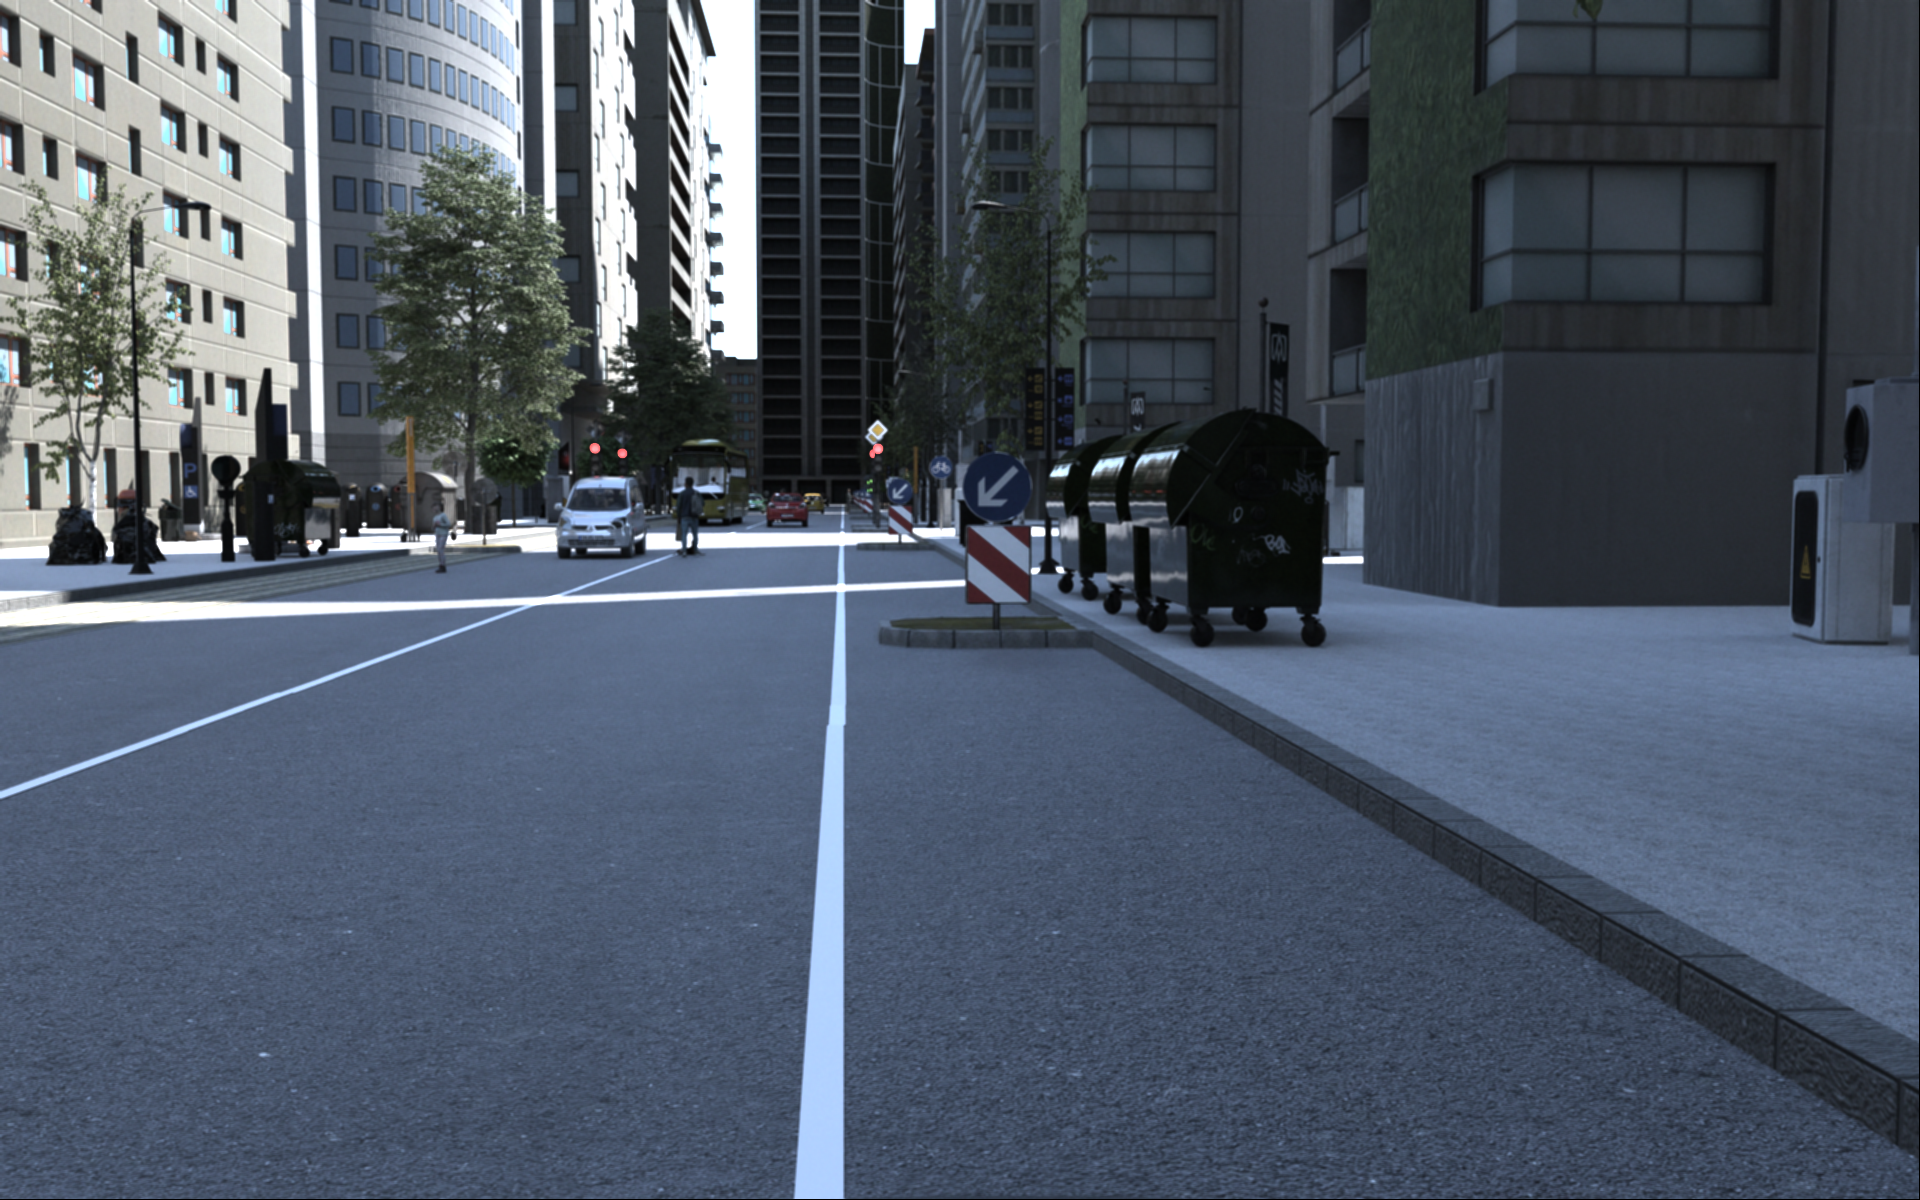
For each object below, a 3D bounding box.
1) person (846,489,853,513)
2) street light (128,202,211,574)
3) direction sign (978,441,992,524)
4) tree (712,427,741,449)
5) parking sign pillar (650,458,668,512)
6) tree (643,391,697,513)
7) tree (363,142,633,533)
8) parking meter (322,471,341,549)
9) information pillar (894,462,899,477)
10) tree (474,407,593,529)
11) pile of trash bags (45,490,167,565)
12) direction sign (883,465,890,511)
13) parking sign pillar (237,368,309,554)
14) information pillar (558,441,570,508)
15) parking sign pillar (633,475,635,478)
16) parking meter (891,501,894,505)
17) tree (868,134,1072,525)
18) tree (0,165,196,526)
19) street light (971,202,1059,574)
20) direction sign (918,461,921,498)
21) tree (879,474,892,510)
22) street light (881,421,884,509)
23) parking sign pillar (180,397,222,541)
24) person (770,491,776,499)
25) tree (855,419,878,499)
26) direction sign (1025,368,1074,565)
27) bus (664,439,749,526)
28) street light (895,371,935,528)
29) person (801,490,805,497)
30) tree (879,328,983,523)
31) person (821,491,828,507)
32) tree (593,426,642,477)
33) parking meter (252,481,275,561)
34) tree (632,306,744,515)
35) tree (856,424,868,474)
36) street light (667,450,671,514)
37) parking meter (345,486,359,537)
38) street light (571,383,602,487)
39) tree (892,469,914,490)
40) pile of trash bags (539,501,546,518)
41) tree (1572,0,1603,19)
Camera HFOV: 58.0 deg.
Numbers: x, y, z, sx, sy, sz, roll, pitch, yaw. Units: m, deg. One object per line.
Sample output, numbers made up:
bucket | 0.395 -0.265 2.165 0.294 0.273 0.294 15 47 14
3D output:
person | -8.294 -7.436 130.247 0.590 1.801 0.661 -1 4 -11
street light | -12.610 -3.371 27.658 1.470 5.913 1.316 0 4 -4
direction sign | 1.091 -5.051 74.588 0.379 3.537 0.876 -3 5 -40
tree | -22.066 -12.703 158.057 4.737 8.622 4.395 0 3 0
parking sign pillar | -21.657 -8.346 124.925 1.447 3.967 1.447 1 4 13
tree | -19.336 -10.049 114.662 4.737 8.622 4.395 0 3 0
tree | -15.698 -8.468 56.574 7.486 12.596 7.792 0 3 0
parking meter | -14.709 -2.128 40.496 0.399 1.863 0.255 1 4 9
information pillar | -4.834 -8.436 129.282 0.183 3.616 0.504 0 4 7
tree | -16.681 -4.972 65.001 4.285 4.588 4.351 0 3 0
pile of trash bags | -16.079 -1.416 32.907 1.912 1.369 3.447 -1 4 -15
direction sign | -5.691 -8.725 134.646 0.379 3.537 0.876 -3 5 -39
parking sign pillar | -15.020 -3.015 37.768 1.447 3.967 1.447 -2 4 -31
information pillar | -17.564 -5.231 76.875 0.504 3.616 0.183 -2 4 -26
parking sign pillar | -27.930 -9.678 146.701 1.447 3.967 1.447 -2 4 -24
parking meter | -4.260 -6.565 113.054 0.399 1.863 0.255 -1 4 -21
tree | 0.992 -5.168 34.865 4.737 8.622 4.395 0 3 0
tree | -19.805 -5.455 39.548 4.737 8.622 4.395 0 3 0
street light | 0.880 -3.375 27.717 1.470 5.913 1.316 0 4 -4
direction sign | -2.878 -7.766 118.969 0.379 3.537 0.876 -2 4 -31
tree | -5.328 -9.072 142.925 1.663 3.219 1.824 0 3 0
street light | -4.609 -8.410 110.038 1.470 5.913 1.316 0 4 -4
parking sign pillar | -21.095 -3.616 47.599 1.447 3.967 1.447 -1 4 -19
person | -18.185 -9.782 169.220 0.721 1.735 1.217 2 4 27
tree | -7.406 -12.948 162.065 4.360 8.622 3.978 0 3 0
direction sign | 1.613 -2.395 31.151 0.876 3.537 0.379 0 4 -1
bus | -11.699 -5.505 81.549 2.896 3.916 12.252 0 4 -2
street light | -1.650 -5.683 65.453 1.470 5.913 1.316 0 4 -4
person | -15.469 -9.862 169.762 1.348 1.822 0.705 1 4 23
tree | -1.219 -7.786 77.662 4.360 8.622 3.978 0 3 0
person | -15.006 -11.095 189.910 1.348 1.823 0.705 3 5 40
tree | -16.949 -6.081 83.138 4.285 4.588 4.351 0 3 0
parking meter | -13.361 -1.519 33.240 0.372 1.533 0.369 0 3 0
tree | -17.874 -11.413 104.735 7.486 12.596 7.792 0 3 0
tree | -2.274 -8.555 90.239 4.737 8.622 4.395 0 3 0
street light | -18.115 -8.462 110.894 1.470 5.913 1.316 0 4 -4
parking meter | -18.137 -2.646 51.678 0.372 1.533 0.369 0 3 0
street light | -15.671 -6.118 72.577 1.470 5.913 1.316 0 4 -4
tree | -3.949 -8.496 133.518 1.663 3.219 1.824 0 3 0
pile of trash bags | -21.525 -5.044 92.229 1.912 1.369 3.447 0 4 0
tree | 3.173 -3.363 5.350 4.737 8.622 4.395 0 3 0
